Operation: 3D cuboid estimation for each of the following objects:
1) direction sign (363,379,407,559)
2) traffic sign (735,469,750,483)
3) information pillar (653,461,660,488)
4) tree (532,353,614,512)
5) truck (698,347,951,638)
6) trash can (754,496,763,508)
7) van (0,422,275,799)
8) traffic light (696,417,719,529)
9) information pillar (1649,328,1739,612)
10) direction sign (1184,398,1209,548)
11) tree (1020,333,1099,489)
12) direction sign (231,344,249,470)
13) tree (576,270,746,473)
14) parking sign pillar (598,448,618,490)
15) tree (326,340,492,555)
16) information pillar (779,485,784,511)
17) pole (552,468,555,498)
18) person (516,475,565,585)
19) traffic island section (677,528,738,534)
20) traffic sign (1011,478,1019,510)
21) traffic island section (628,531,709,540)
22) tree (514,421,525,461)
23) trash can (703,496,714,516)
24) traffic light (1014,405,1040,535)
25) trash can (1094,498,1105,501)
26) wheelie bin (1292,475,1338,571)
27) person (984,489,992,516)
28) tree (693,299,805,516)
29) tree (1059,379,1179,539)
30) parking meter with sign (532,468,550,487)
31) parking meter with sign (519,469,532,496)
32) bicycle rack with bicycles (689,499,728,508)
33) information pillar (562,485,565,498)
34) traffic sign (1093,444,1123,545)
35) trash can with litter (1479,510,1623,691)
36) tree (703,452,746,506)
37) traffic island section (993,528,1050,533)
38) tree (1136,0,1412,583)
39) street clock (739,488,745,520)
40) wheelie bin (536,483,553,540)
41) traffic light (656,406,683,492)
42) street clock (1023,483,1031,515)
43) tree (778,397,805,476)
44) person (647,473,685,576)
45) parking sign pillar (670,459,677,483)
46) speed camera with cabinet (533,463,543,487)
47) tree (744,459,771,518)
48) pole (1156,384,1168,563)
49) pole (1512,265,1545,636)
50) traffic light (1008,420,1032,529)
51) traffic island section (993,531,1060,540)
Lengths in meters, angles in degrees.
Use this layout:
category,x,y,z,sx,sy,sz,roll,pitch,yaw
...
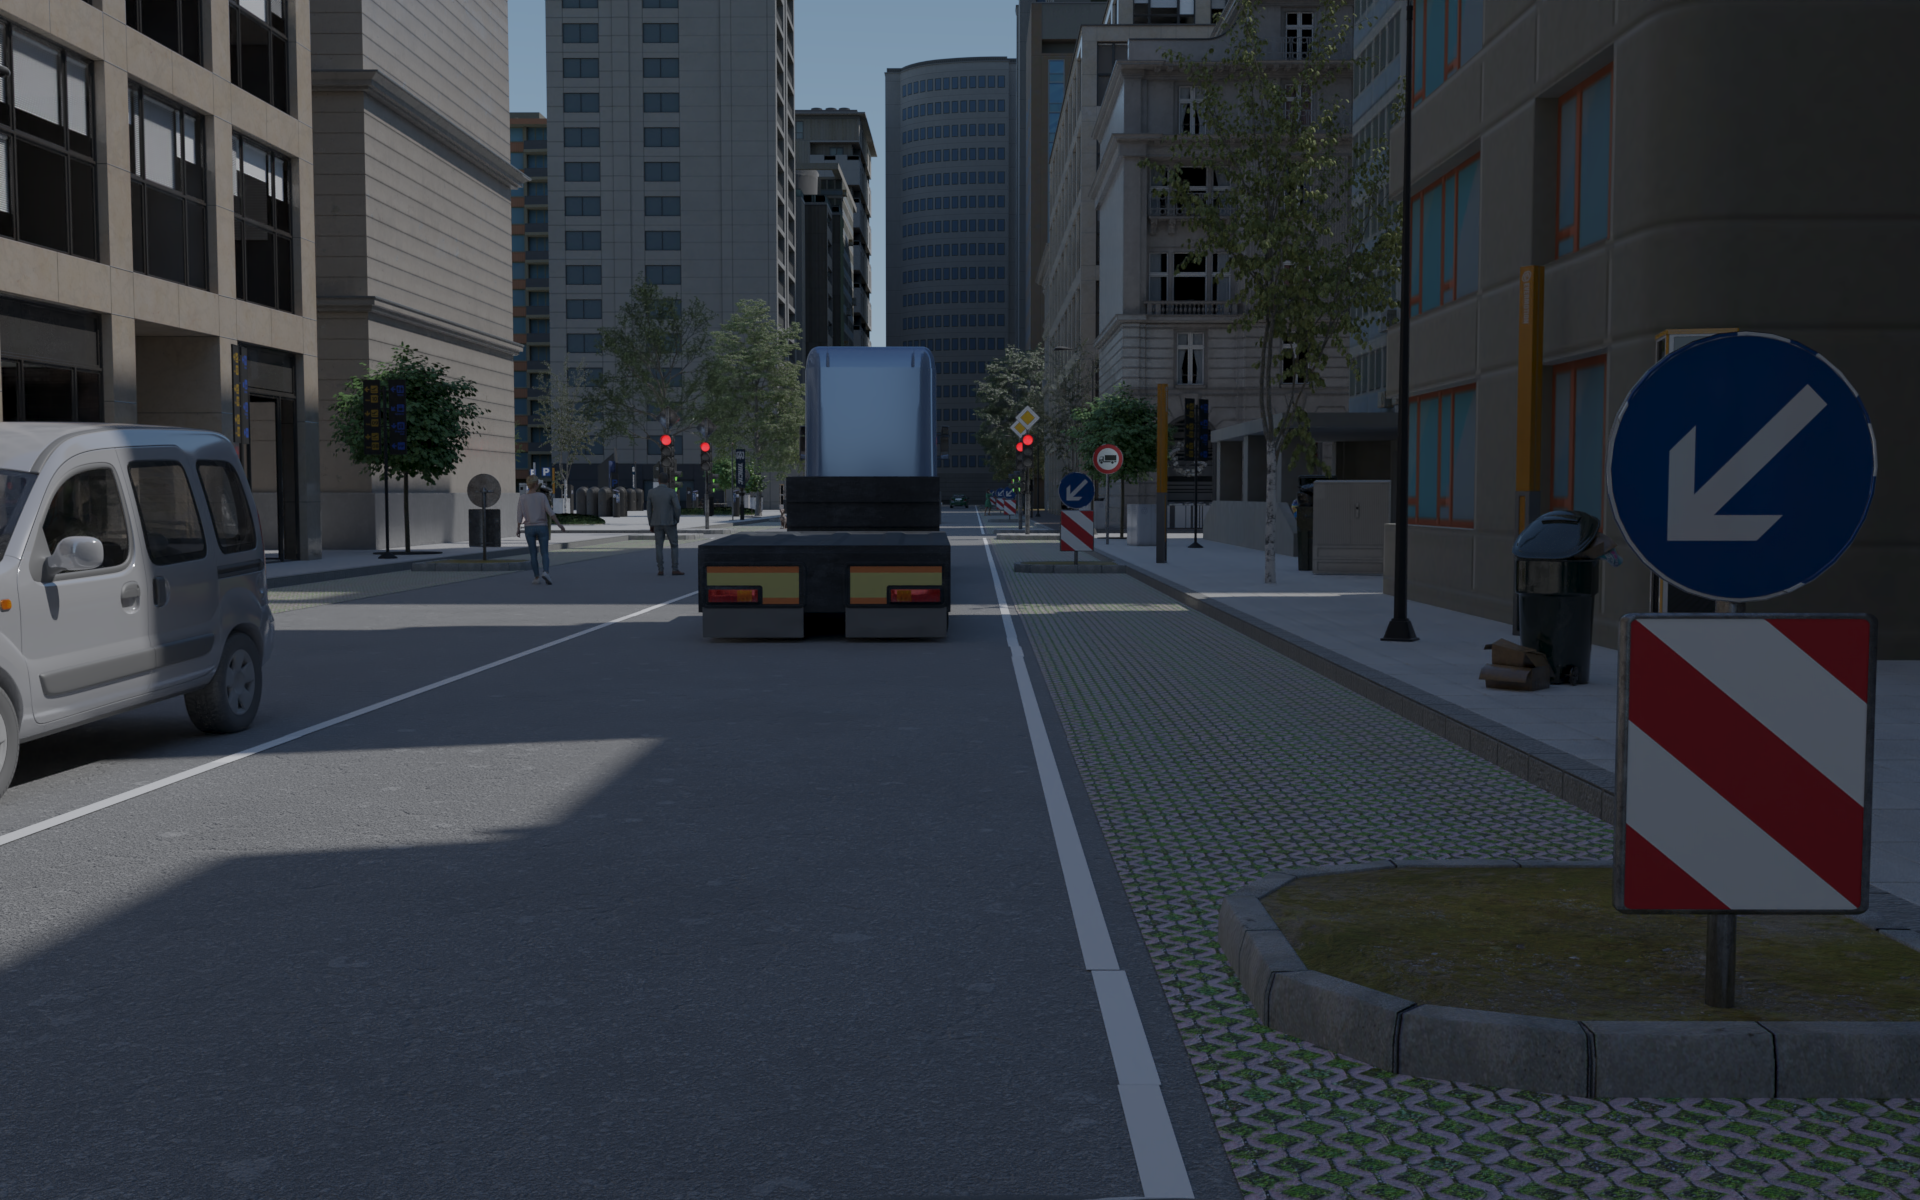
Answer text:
category,x,y,z,sx,sy,sz,roll,pitch,yaw
direction sign,-11.378,-2.589,34.332,0.876,3.537,0.379,0,4,7
traffic sign,-10.752,-5.228,85.583,0.768,2.556,0.104,1,4,8
information pillar,-21.305,-7.973,121.705,0.504,3.616,0.183,1,4,15
tree,-20.546,-8.589,90.800,4.360,8.622,3.978,0,3,0
truck,-1.503,-2.208,25.859,2.967,4.110,18.799,0,4,-1
trash can,-15.489,-7.434,133.206,0.748,1.137,0.748,0,3,0
van,-5.172,-0.126,9.074,2.013,2.044,4.112,0,4,2
traffic light,-9.184,-4.526,62.917,0.839,4.253,0.868,0,4,0
information pillar,3.323,-0.207,7.877,0.304,2.012,0.304,1,4,13
direction sign,5.614,-3.008,41.184,0.876,3.537,0.379,-3,5,-44
tree,4.856,-7.832,78.407,4.360,8.622,3.978,0,3,0
direction sign,-11.030,-2.116,26.599,0.379,3.537,0.876,-1,4,-9
tree,-12.643,-8.478,73.029,7.601,10.594,8.767,-1,4,-15
parking sign pillar,-20.162,-6.878,100.921,1.447,3.967,1.447,-1,4,-15
tree,-11.780,-3.265,37.095,4.285,4.588,4.351,0,3,0
information pillar,-13.834,-7.938,134.273,0.304,2.012,0.304,-1,4,-21
pole,-31.615,-8.618,134.744,0.158,3.312,0.155,0,3,0
person,-6.626,-1.118,27.451,0.731,1.740,0.598,-2,4,-24
traffic island section,-9.224,-2.494,63.052,2.009,0.180,2.903,0,4,0
traffic sign,4.413,-8.318,136.110,0.768,2.556,0.104,0,4,7
traffic island section,-9.281,-2.005,55.068,2.009,0.180,2.903,0,4,0
tree,-36.112,-11.256,134.395,4.737,8.622,4.395,0,3,0
trash can,-14.473,-5.387,99.730,0.748,1.137,0.748,0,3,0
traffic light,2.120,-4.033,54.868,0.839,4.253,0.868,0,4,0
trash can,4.964,-3.177,63.597,0.748,1.137,0.748,0,3,0
wheelie bin,6.014,-1.291,29.018,0.980,1.594,0.693,1,4,21
person,1.825,-6.398,113.349,0.529,1.795,0.600,0,4,-7
tree,-12.089,-11.208,101.377,7.486,12.596,7.792,0,3,0
tree,4.581,-4.042,49.794,4.285,4.588,4.351,0,3,0
parking meter with sign,-27.637,-7.245,114.709,0.543,3.016,1.738,-2,4,-29
parking meter with sign,-30.615,-7.681,121.842,1.738,3.016,0.543,2,4,34
bicycle rack with bicycles,-17.884,-6.682,122.638,2.925,0.926,2.852,-3,4,-37
information pillar,-30.372,-7.857,132.956,0.304,2.012,0.304,0,4,4
traffic sign,3.752,-2.684,43.987,0.768,2.556,0.104,0,4,5
trash can with litter,3.938,-0.012,11.581,0.624,1.170,1.055,3,5,42
tree,-17.659,-8.945,129.964,4.285,4.588,4.351,0,3,0
traffic island section,2.217,-2.488,62.967,2.009,0.180,2.903,0,4,0
tree,4.706,-4.544,24.665,4.737,8.622,4.395,0,3,0
street clock,-10.726,-4.933,85.228,0.358,2.002,0.471,0,4,4
wheelie bin,-11.660,-2.462,48.156,0.693,1.594,0.980,-1,4,-18
traffic light,-9.241,-4.037,54.933,0.839,4.253,0.868,0,4,0
street clock,4.073,-6.358,108.519,0.358,2.002,0.471,1,4,11
tree,-11.522,-10.781,126.630,4.737,8.622,4.395,0,3,0
person,-5.199,-1.340,30.509,0.635,1.810,0.391,0,4,-1
parking sign pillar,-21.974,-8.758,131.669,1.447,3.967,1.447,1,4,15
speed camera with cabinet,-26.195,-6.962,108.169,0.660,3.252,2.038,-2,4,-29
tree,-11.355,-6.098,94.298,1.663,3.219,1.824,0,3,0
pole,3.746,-2.340,32.095,0.158,3.312,0.155,0,3,0
pole,5.122,-1.331,15.599,0.158,3.312,0.155,0,3,0
traffic light,2.177,-4.522,62.853,0.839,4.253,0.868,0,4,0
traffic island section,2.160,-2.000,54.982,2.009,0.180,2.903,0,4,0
